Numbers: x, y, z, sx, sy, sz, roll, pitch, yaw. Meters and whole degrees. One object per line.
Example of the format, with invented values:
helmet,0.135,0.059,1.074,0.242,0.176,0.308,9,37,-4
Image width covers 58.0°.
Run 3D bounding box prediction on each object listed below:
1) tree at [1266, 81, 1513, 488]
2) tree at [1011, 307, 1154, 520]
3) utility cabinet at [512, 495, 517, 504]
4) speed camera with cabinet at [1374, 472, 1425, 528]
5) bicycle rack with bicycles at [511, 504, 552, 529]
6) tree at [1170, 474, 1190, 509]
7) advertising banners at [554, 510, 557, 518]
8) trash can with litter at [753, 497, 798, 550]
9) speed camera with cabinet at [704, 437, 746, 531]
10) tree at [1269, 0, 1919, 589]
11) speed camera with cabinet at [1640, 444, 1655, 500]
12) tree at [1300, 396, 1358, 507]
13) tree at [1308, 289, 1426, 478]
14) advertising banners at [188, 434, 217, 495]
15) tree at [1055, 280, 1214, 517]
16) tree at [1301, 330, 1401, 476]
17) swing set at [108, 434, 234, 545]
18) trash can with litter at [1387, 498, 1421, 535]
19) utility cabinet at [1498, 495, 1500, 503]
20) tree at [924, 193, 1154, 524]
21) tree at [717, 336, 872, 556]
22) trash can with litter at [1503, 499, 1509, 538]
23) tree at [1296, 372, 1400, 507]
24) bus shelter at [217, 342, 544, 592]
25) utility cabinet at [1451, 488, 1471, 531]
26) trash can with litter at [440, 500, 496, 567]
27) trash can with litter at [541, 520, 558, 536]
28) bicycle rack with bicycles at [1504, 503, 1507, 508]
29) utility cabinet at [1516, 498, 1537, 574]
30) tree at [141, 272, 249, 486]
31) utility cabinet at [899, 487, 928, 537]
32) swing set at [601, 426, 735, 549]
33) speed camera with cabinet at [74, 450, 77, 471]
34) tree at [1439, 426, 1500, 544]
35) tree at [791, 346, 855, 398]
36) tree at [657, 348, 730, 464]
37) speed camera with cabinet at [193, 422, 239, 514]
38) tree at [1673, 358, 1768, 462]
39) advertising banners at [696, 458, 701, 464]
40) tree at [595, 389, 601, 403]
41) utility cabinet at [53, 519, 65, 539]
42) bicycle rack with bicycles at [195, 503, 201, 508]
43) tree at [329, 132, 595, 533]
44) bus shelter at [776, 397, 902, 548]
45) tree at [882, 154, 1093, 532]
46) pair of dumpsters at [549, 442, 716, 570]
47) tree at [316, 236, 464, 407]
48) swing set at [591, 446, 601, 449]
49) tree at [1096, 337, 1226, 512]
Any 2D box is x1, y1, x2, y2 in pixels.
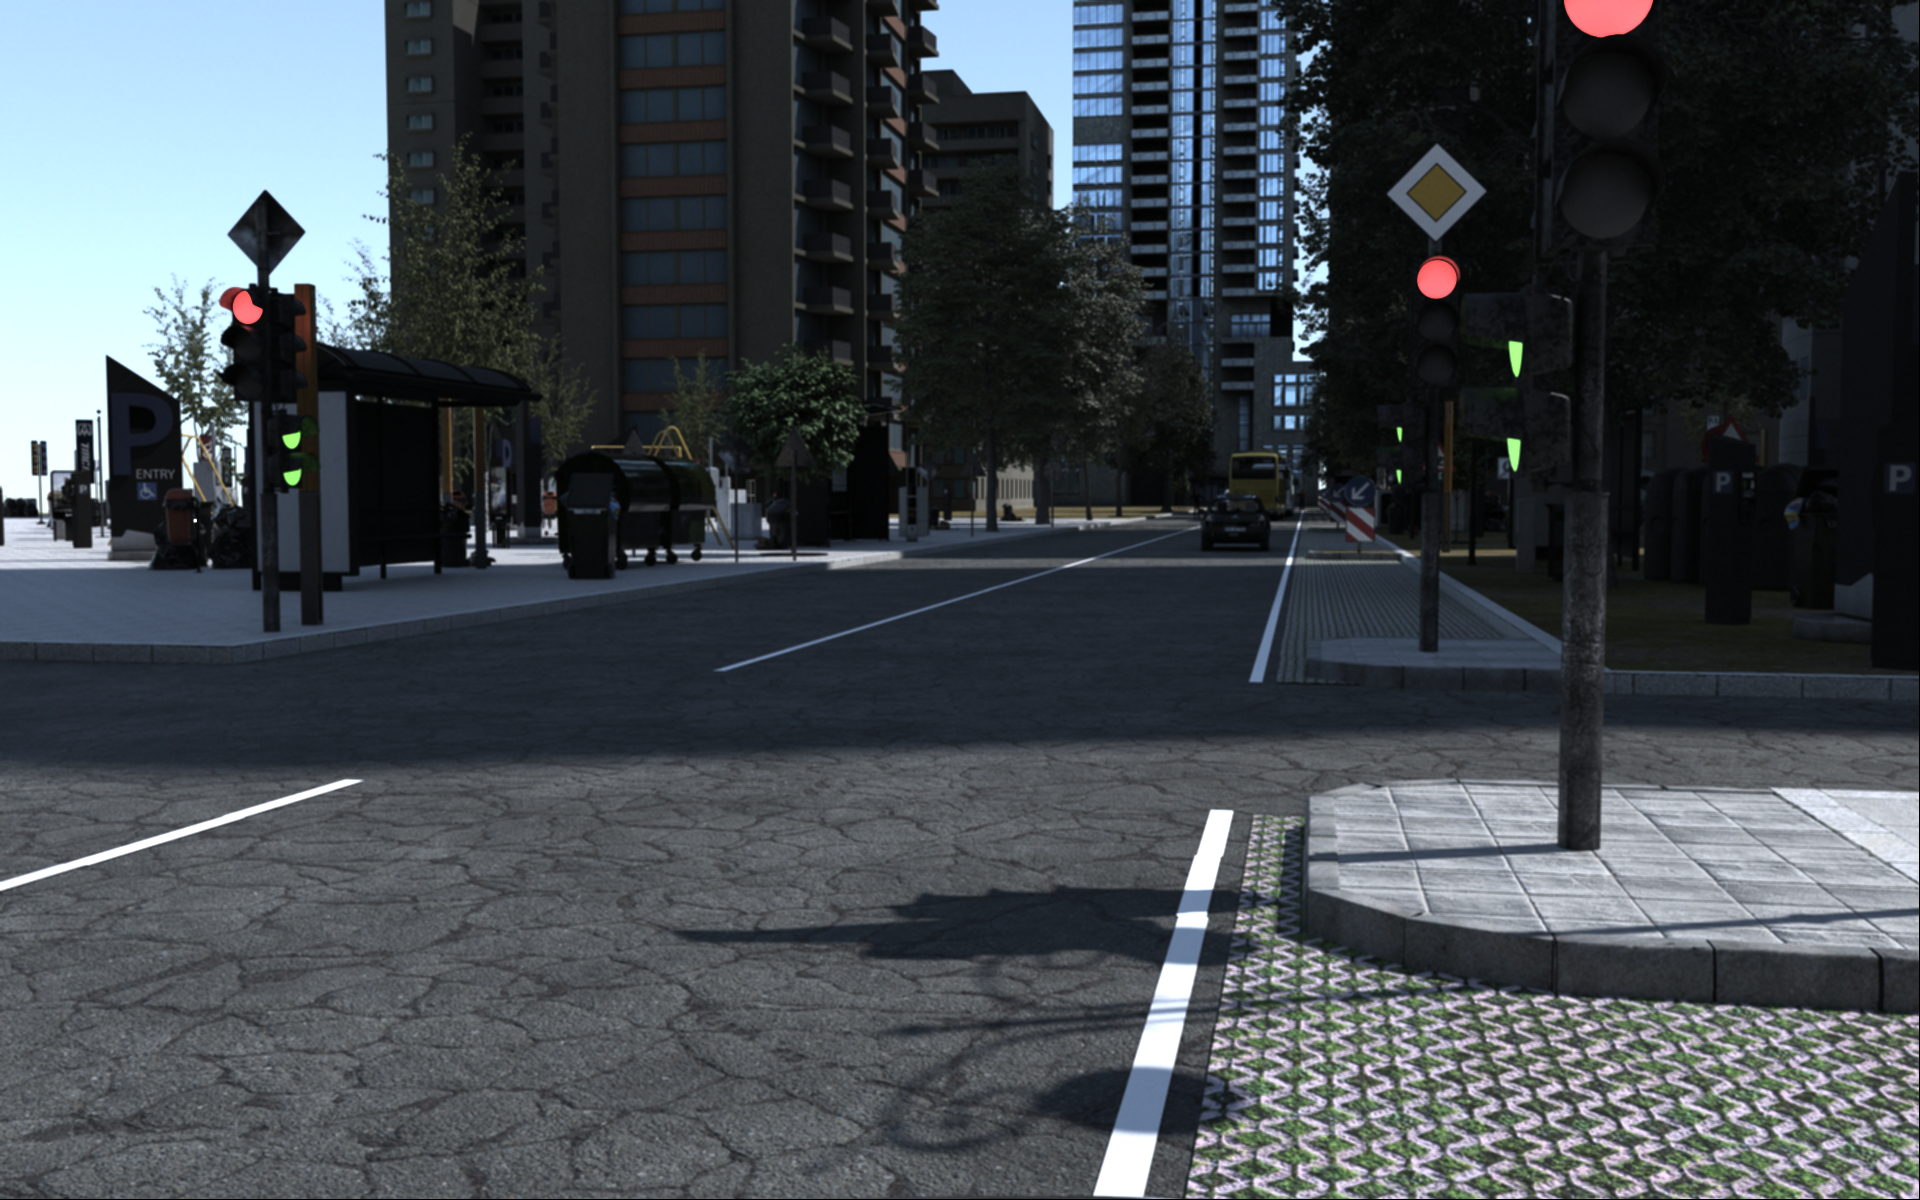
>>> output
tree,19.843,-13.543,77.311,12.611,20.169,13.585,0,3,0
tree,6.052,-9.183,84.553,7.601,10.594,8.767,2,4,31
utility cabinet,-23.970,-4.980,92.583,0.306,1.237,1.020,-2,4,-30
speed camera with cabinet,17.019,-4.418,66.563,2.038,3.252,0.660,0,4,2
bicycle rack with bicycles,-16.364,-3.139,64.700,2.852,0.926,2.925,-1,4,-10
tree,18.867,-9.493,149.804,1.663,3.219,1.824,0,3,0
advertising banners,-22.710,-6.002,94.320,2.074,3.025,0.090,-1,4,-9
trash can with litter,-4.271,-1.752,40.031,0.624,1.170,1.055,2,4,30
speed camera with cabinet,-8.388,-4.060,60.716,0.660,3.252,2.038,2,4,35
tree,8.674,-7.131,23.240,9.857,13.997,8.962,0,3,0
speed camera with cabinet,26.437,-4.549,68.720,2.038,3.252,0.660,1,4,17
tree,35.059,-14.861,153.348,12.009,13.543,11.850,0,3,0
tree,22.772,-10.732,93.603,7.486,12.596,7.792,0,3,0
advertising banners,-22.579,-3.313,50.351,0.090,3.025,2.074,3,5,41
tree,8.911,-11.405,96.848,12.009,13.543,11.850,0,3,0
tree,24.206,-10.844,103.061,9.928,11.665,9.643,0,3,0
swing set,-20.137,-2.882,44.737,2.862,2.851,3.119,-1,4,-10
trash can with litter,14.087,-2.661,54.898,1.055,1.170,0.624,1,4,21
utility cabinet,23.579,-4.051,77.402,1.020,1.237,0.306,0,4,7
tree,3.437,-10.216,73.681,9.857,13.997,8.962,0,3,0
tree,-3.431,-3.216,36.294,4.285,4.588,4.351,0,3,0
trash can with litter,15.204,-2.151,46.558,1.055,1.170,0.624,0,4,-4
tree,28.652,-12.596,122.952,9.611,12.733,9.660,0,3,0
bus shelter,-8.194,-1.917,25.262,2.014,3.302,5.546,1,4,11
utility cabinet,17.094,-3.116,59.620,0.318,1.500,1.173,-1,4,-22
trash can with litter,-8.796,-1.177,30.632,0.624,1.170,1.055,3,5,39
trash can with litter,-12.126,-2.600,53.570,2.233,1.210,1.678,-1,4,-14
bicycle rack with bicycles,26.545,-4.256,82.970,2.925,0.926,2.852,2,4,26
utility cabinet,9.272,-1.053,28.384,0.306,1.237,1.020,1,4,17
tree,-25.284,-6.595,58.193,4.737,8.622,4.395,0,3,0
utility cabinet,-1.403,-2.641,51.864,0.318,1.500,1.173,2,4,31
swing set,-7.000,-2.682,41.465,2.862,2.851,3.119,-1,4,-14
speed camera with cabinet,-40.186,-5.116,77.988,0.660,3.252,2.038,-3,5,-42
tree,12.906,-3.089,45.115,1.663,3.219,1.824,0,3,0
tree,-7.254,-8.240,85.091,4.737,8.622,4.395,0,3,0
tree,-13.605,-8.421,88.048,4.737,8.622,4.395,0,3,0
speed camera with cabinet,-20.612,-3.280,47.971,0.660,3.252,2.038,0,4,-5
tree,36.074,-8.054,82.052,4.737,8.622,4.395,0,3,0
advertising banners,-13.376,-5.386,84.241,0.090,3.025,2.074,3,5,42
tree,-18.623,-7.804,77.957,4.737,8.622,4.395,0,3,0
utility cabinet,-25.556,-2.491,49.402,0.318,1.500,1.173,-1,4,-14
bicycle rack with bicycles,-30.324,-3.339,67.974,2.925,0.926,2.852,2,4,30
tree,-10.721,-5.242,36.067,4.737,8.622,4.395,0,3,0
bus shelter,-3.025,-3.254,44.479,1.731,3.624,6.357,1,4,11
tree,0.843,-8.573,58.292,7.486,12.596,7.792,0,3,0
pair of dumpsters,-5.837,-1.754,31.164,1.574,2.255,4.437,1,4,11
tree,-16.067,-6.011,48.637,4.360,8.622,3.978,0,3,0
swing set,-10.702,-3.612,56.680,3.119,2.851,2.862,-1,4,-14
tree,14.975,-12.769,125.775,9.611,12.733,9.660,0,3,0
